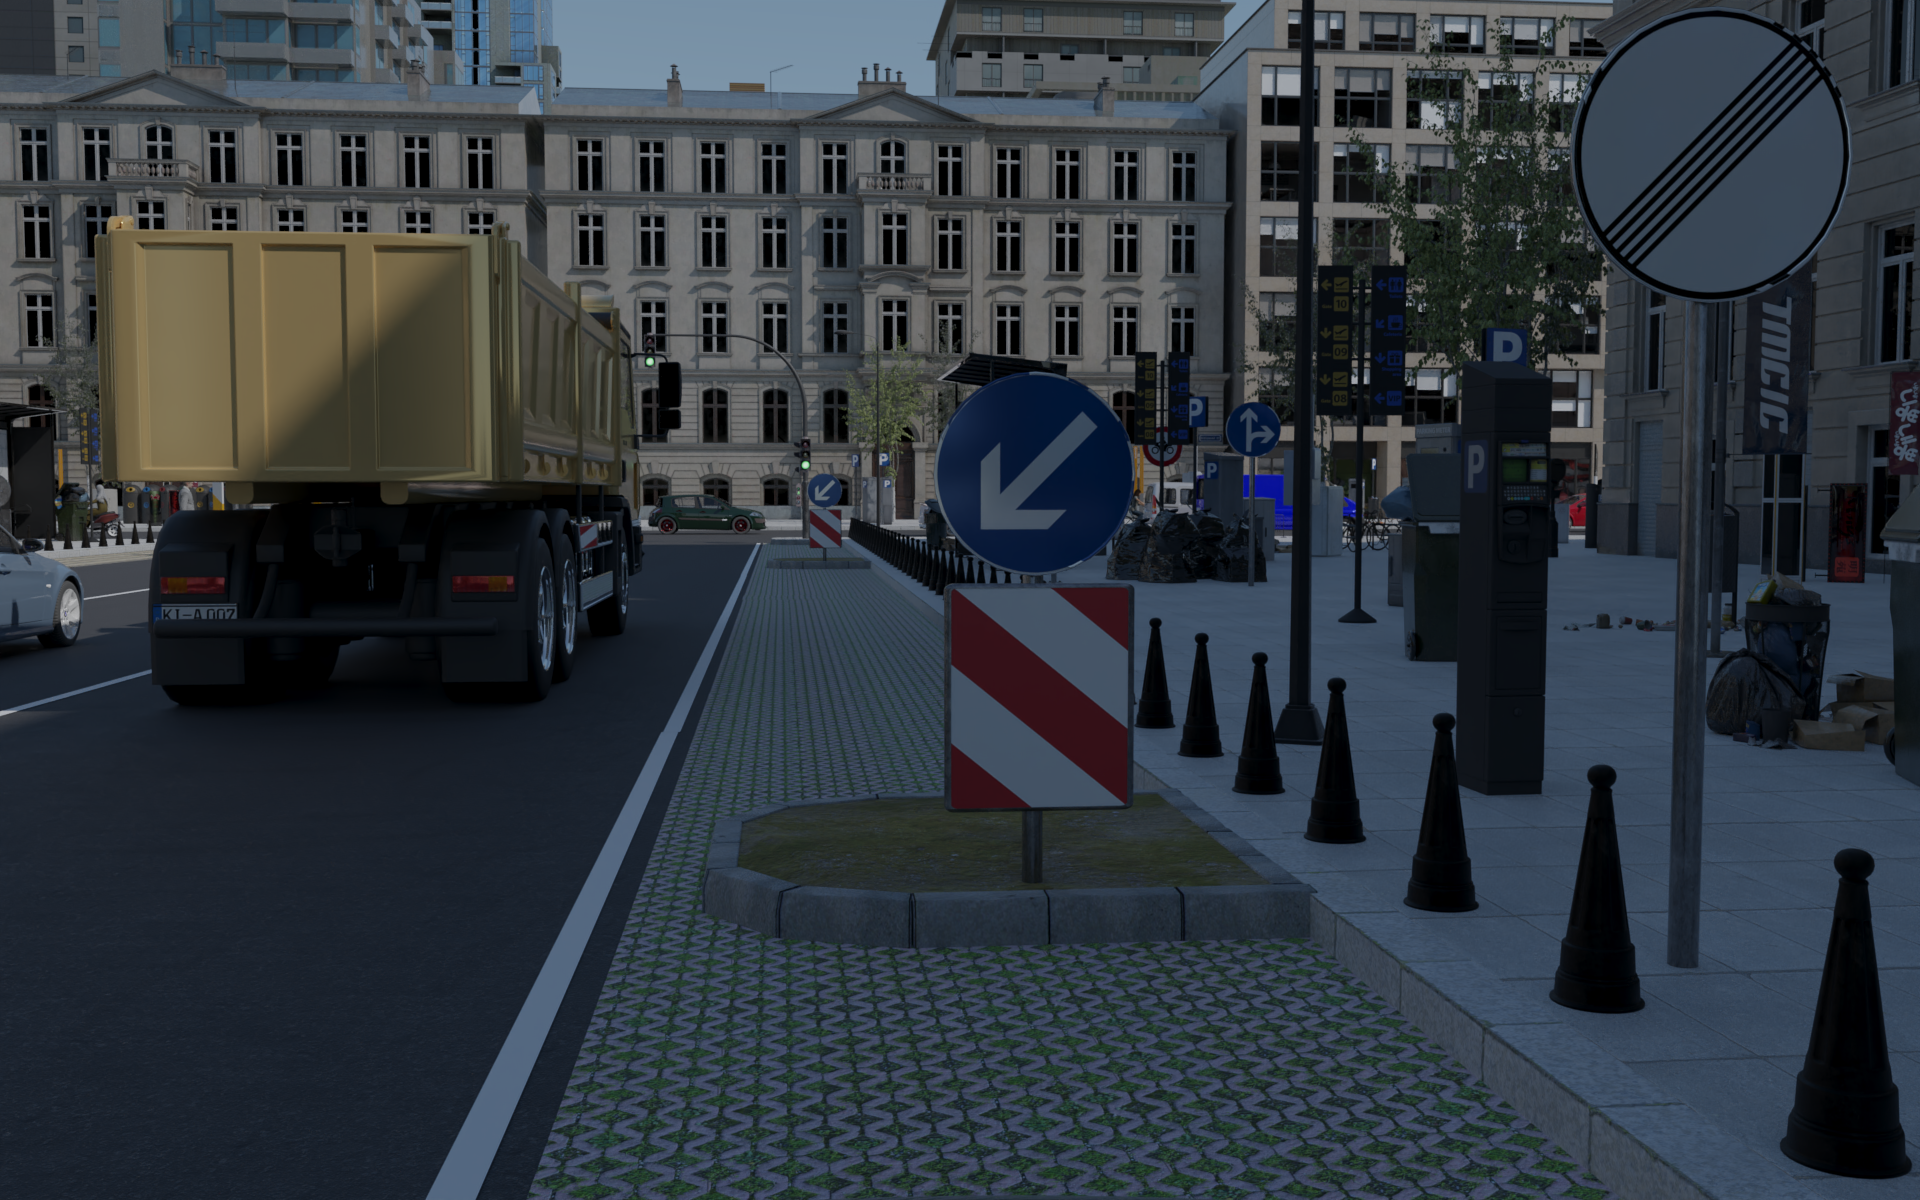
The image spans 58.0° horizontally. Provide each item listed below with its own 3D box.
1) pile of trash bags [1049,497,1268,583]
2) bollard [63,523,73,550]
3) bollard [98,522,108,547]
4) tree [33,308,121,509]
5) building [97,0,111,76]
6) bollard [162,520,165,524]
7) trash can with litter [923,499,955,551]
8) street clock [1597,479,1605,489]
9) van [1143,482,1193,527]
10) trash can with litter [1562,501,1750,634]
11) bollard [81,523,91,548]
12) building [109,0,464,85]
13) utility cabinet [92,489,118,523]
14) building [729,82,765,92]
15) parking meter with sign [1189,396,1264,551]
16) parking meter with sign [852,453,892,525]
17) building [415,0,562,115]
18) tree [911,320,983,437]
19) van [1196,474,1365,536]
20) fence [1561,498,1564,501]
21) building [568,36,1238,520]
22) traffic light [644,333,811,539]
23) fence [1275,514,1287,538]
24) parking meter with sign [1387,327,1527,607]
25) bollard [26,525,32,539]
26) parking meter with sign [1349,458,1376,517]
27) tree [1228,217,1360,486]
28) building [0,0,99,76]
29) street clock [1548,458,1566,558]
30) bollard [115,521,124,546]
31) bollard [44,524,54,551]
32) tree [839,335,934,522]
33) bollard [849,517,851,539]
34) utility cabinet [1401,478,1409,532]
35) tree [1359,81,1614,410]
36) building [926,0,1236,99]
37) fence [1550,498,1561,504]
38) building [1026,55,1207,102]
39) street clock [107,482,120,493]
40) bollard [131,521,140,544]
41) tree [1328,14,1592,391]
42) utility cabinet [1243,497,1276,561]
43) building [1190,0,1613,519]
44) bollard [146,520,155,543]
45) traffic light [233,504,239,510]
[{"bbox_3d":[2.710,-0.971,25.636,3.447,1.369,1.912,-1,4,-12],"label":"pile of trash bags"},{"bbox_3d":[-20.644,-1.470,40.070,0.229,0.601,0.229,0,3,0],"label":"bollard"},{"bbox_3d":[-20.862,-1.597,42.153,0.229,0.601,0.229,0,3,0],"label":"bollard"},{"bbox_3d":[-34.747,-7.283,69.439,4.360,8.622,3.978,0,3,0],"label":"tree"},{"bbox_3d":[-58.421,-32.375,148.945,23.786,49.044,30.456,0,4,-6],"label":"building"},{"bbox_3d":[-21.289,-1.853,46.331,0.229,0.601,0.229,0,3,0],"label":"bollard"},{"bbox_3d":[-0.340,-1.714,39.413,0.624,1.170,1.055,-3,5,-43],"label":"trash can with litter"},{"bbox_3d":[30.440,-4.750,82.226,0.471,2.002,0.358,1,4,19],"label":"street clock"},{"bbox_3d":[8.548,-3.306,61.072,4.112,2.044,2.013,0,4,-6],"label":"van"},{"bbox_3d":[6.776,-0.340,16.619,2.233,1.210,1.678,0,4,-6],"label":"trash can with litter"},{"bbox_3d":[-20.753,-1.533,41.101,0.229,0.601,0.229,0,3,0],"label":"bollard"},{"bbox_3d":[-65.418,-34.077,176.760,30.456,49.044,23.786,0,4,-6],"label":"building"},{"bbox_3d":[-37.123,-4.071,75.245,0.318,1.500,1.173,1,4,13],"label":"utility cabinet"},{"bbox_3d":[-39.982,-43.329,250.433,28.212,58.520,21.231,0,4,-6],"label":"building"},{"bbox_3d":[4.837,-2.161,31.592,1.738,3.016,0.543,-3,5,-41],"label":"parking meter with sign"},{"bbox_3d":[-3.915,-4.911,76.553,1.738,3.016,0.543,-3,4,-39],"label":"parking meter with sign"},{"bbox_3d":[-69.619,-57.125,246.665,31.000,86.520,22.319,0,4,-6],"label":"building"},{"bbox_3d":[-0.066,-7.493,72.875,4.360,8.622,3.978,0,3,0],"label":"tree"},{"bbox_3d":[9.991,-3.040,54.085,5.245,2.365,2.240,0,4,-7],"label":"van"},{"bbox_3d":[42.705,-6.659,120.073,2.264,1.192,0.480,2,4,30],"label":"fence"},{"bbox_3d":[-3.878,-16.642,91.180,34.723,24.649,14.460,0,4,-6],"label":"building"},{"bbox_3d":[-6.531,-4.564,49.289,4.771,5.953,1.251,0,4,-6],"label":"traffic light"},{"bbox_3d":[8.565,-2.176,50.953,2.069,0.683,0.278,0,4,-7],"label":"fence"},{"bbox_3d":[5.388,-1.395,19.066,0.543,3.016,1.738,-2,4,-24],"label":"parking meter with sign"},{"bbox_3d":[-20.431,-1.343,37.999,0.229,0.601,0.229,0,3,0],"label":"bollard"},{"bbox_3d":[19.509,-5.440,85.199,1.738,3.016,0.543,2,4,33],"label":"parking meter with sign"},{"bbox_3d":[9.296,-5.803,45.249,4.360,8.622,3.978,0,3,0],"label":"tree"},{"bbox_3d":[-90.951,-45.047,174.778,20.611,71.187,20.563,0,4,-6],"label":"building"},{"bbox_3d":[11.988,-1.863,35.036,0.471,2.002,0.358,-2,4,-24],"label":"street clock"},{"bbox_3d":[-20.969,-1.661,43.201,0.229,0.601,0.229,0,3,0],"label":"bollard"},{"bbox_3d":[-20.541,-1.406,39.029,0.229,0.601,0.229,0,3,0],"label":"bollard"},{"bbox_3d":[-3.292,-7.900,79.522,4.737,8.622,4.395,0,3,0],"label":"tree"},{"bbox_3d":[-2.876,-1.948,47.899,0.229,0.601,0.229,0,3,0],"label":"bollard"},{"bbox_3d":[6.544,-0.892,23.264,1.173,1.500,0.318,3,5,40],"label":"utility cabinet"},{"bbox_3d":[10.146,-4.949,31.275,4.360,8.622,3.978,0,3,0],"label":"tree"},{"bbox_3d":[11.904,-36.305,182.831,28.713,52.752,27.495,0,4,-6],"label":"building"},{"bbox_3d":[39.834,-6.582,118.823,2.264,1.192,0.480,1,4,12],"label":"fence"},{"bbox_3d":[17.449,-28.506,157.951,32.217,40.220,23.993,0,4,-6],"label":"building"},{"bbox_3d":[-37.813,-4.453,77.384,0.471,2.002,0.358,-3,5,-42],"label":"street clock"},{"bbox_3d":[-21.076,-1.725,44.245,0.229,0.601,0.229,0,3,0],"label":"bollard"},{"bbox_3d":[7.860,-4.635,26.144,4.737,8.622,4.395,0,3,0],"label":"tree"},{"bbox_3d":[5.622,-1.341,33.086,0.306,1.237,1.020,3,5,44],"label":"utility cabinet"},{"bbox_3d":[30.112,-17.903,97.222,34.151,26.468,19.350,0,4,-6],"label":"building"},{"bbox_3d":[-21.187,-1.789,45.297,0.229,0.601,0.229,0,3,0],"label":"bollard"},{"bbox_3d":[-20.086,-3.615,48.022,0.839,4.253,0.868,0,4,-6],"label":"traffic light"}]
